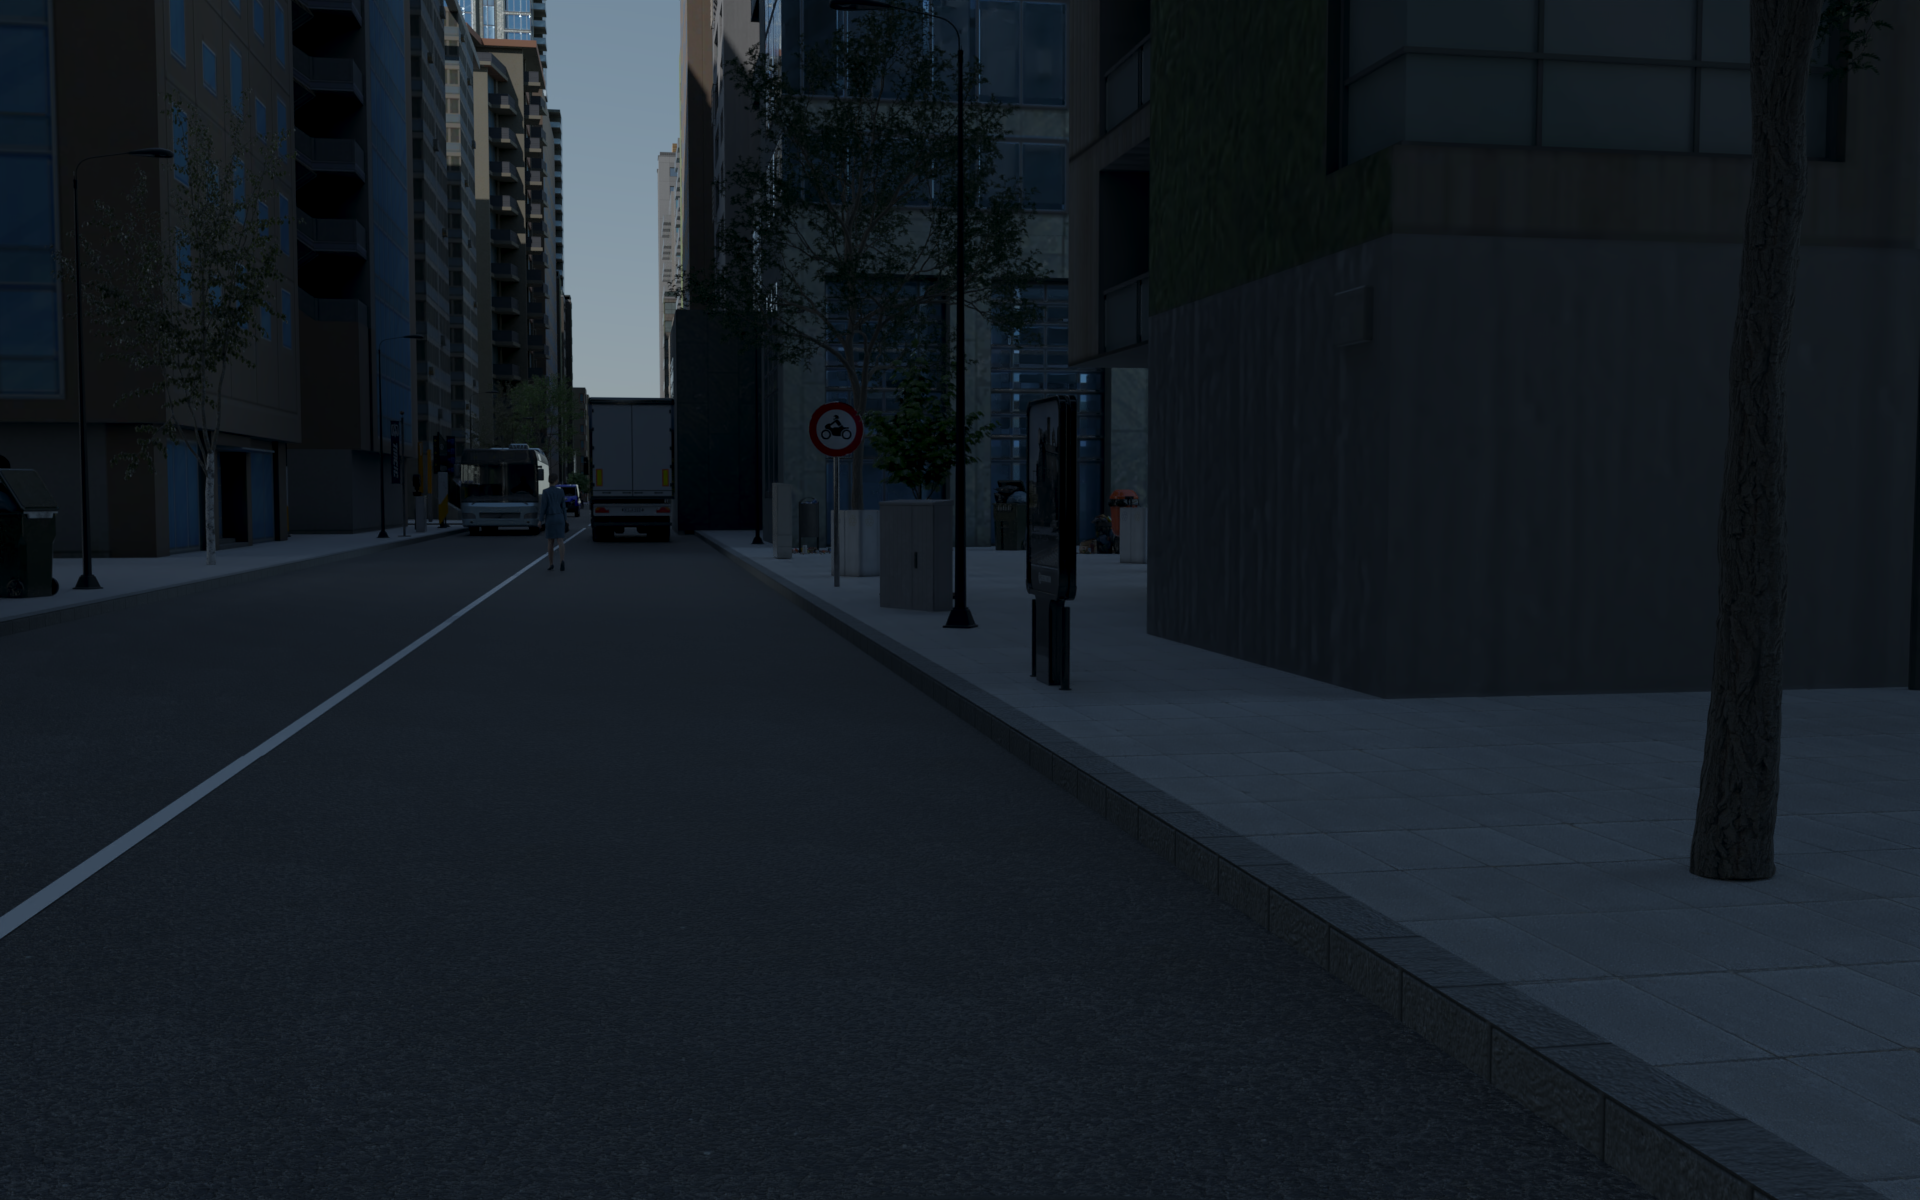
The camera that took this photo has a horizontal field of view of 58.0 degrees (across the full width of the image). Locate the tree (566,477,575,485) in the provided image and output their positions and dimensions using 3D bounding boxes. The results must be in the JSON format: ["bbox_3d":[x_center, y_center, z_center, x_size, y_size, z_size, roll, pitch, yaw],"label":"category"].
[{"bbox_3d":[-44.795,-12.518,199.274,1.663,3.219,1.824,0,3,0],"label":"tree"}]

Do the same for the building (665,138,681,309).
[{"bbox_3d":[-23.627,-36.348,213.899,23.786,49.044,30.456,-1,4,-11],"label":"building"}]

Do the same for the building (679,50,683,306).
[{"bbox_3d":[-19.106,-29.290,162.486,14.154,41.232,14.086,-1,4,-11],"label":"building"}]

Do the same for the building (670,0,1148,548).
[{"bbox_3d":[1.985,-45.421,55.303,22.319,86.520,31.000,-1,4,-11],"label":"building"}]

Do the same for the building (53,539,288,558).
[{"bbox_3d":[-23.845,-23.777,38.864,14.600,45.320,14.200,-1,4,-11],"label":"building"}]

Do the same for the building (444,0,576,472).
[{"bbox_3d":[-69.547,-57.982,260.681,22.319,86.520,31.000,-1,4,-11],"label":"building"}]

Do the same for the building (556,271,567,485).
[{"bbox_3d":[-56.646,-27.065,214.209,14.160,30.474,14.107,-1,4,-11],"label":"building"}]

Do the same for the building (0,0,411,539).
[{"bbox_3d":[-27.284,-25.051,59.691,14.200,45.320,14.600,-1,4,-11],"label":"building"}]

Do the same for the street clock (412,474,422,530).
[{"bbox_3d":[-19.507,-3.528,62.247,0.358,2.002,0.471,0,4,-8],"label":"street clock"}]

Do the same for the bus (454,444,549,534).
[{"bbox_3d":[-16.786,-4.252,64.387,2.948,3.499,13.247,-1,4,-12],"label":"bus"}]

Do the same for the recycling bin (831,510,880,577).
[{"bbox_3d":[-1.540,-0.896,27.201,0.722,1.027,0.722,3,5,44],"label":"recycling bin"}]

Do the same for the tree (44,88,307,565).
[{"bbox_3d":[-13.776,-4.948,31.269,4.360,8.622,3.978,0,3,0],"label":"tree"}]

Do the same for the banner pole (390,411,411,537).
[{"bbox_3d":[-16.826,-3.787,51.936,0.401,3.779,0.863,1,4,15],"label":"banner pole"}]

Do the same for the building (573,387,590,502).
[{"bbox_3d":[-76.774,-27.328,291.848,27.650,21.520,28.899,-1,4,-11],"label":"building"}]

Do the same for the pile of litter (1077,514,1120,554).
[{"bbox_3d":[3.067,-1.429,37.330,1.719,0.858,1.176,1,4,17],"label":"pile of litter"}]

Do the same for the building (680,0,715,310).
[{"bbox_3d":[-10.363,-28.074,109.117,14.600,45.320,14.200,-1,4,-11],"label":"building"}]

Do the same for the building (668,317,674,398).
[{"bbox_3d":[-16.915,-20.828,185.584,27.650,21.520,28.899,-1,4,-11],"label":"building"}]

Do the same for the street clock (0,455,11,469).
[{"bbox_3d":[-17.477,-1.641,31.408,0.471,2.002,0.358,-3,5,-41],"label":"street clock"}]

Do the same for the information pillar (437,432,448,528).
[{"bbox_3d":[-19.469,-4.515,65.169,0.183,3.616,0.504,1,4,20],"label":"information pillar"}]

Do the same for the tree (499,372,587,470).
[{"bbox_3d":[-35.618,-13.549,147.273,9.928,11.665,9.643,0,3,0],"label":"tree"}]

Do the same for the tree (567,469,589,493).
[{"bbox_3d":[-49.820,-14.817,225.968,4.285,4.588,4.351,0,3,0],"label":"tree"}]

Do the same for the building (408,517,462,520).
[{"bbox_3d":[-39.855,-24.308,89.313,32.217,40.220,23.993,-1,4,-11],"label":"building"}]

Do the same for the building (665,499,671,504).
[{"bbox_3d":[-7.984,-27.466,140.946,32.217,40.220,23.993,-1,4,-11],"label":"building"}]

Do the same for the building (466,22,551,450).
[{"bbox_3d":[-50.466,-31.124,163.498,22.147,44.769,28.867,-1,4,-11],"label":"building"}]

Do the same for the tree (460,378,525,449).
[{"bbox_3d":[-29.210,-9.731,109.464,4.360,8.622,3.978,0,3,0],"label":"tree"}]

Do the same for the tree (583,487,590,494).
[{"bbox_3d":[-57.226,-16.535,264.943,1.663,3.219,1.824,0,3,0],"label":"tree"}]

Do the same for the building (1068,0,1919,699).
[{"bbox_3d":[8.297,-20.427,17.579,14.154,41.232,14.086,-1,4,-11],"label":"building"}]

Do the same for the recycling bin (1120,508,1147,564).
[{"bbox_3d":[3.458,-1.202,32.211,0.722,1.027,0.722,-2,4,-34],"label":"recycling bin"}]

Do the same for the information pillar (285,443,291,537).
[{"bbox_3d":[-20.187,-3.680,51.522,0.183,3.616,0.504,1,4,17],"label":"information pillar"}]

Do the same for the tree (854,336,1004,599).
[{"bbox_3d":[-0.569,-1.640,21.417,1.663,3.219,1.824,0,3,0],"label":"tree"}]

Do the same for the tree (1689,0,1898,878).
[{"bbox_3d":[2.956,-4.351,5.543,7.601,10.594,8.767,0,4,-5],"label":"tree"}]

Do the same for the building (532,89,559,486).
[{"bbox_3d":[-51.105,-32.729,185.229,14.600,45.320,14.200,-1,4,-11],"label":"building"}]

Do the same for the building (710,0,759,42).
[{"bbox_3d":[-5.297,-24.746,88.190,14.086,41.232,14.154,-1,4,-11],"label":"building"}]
